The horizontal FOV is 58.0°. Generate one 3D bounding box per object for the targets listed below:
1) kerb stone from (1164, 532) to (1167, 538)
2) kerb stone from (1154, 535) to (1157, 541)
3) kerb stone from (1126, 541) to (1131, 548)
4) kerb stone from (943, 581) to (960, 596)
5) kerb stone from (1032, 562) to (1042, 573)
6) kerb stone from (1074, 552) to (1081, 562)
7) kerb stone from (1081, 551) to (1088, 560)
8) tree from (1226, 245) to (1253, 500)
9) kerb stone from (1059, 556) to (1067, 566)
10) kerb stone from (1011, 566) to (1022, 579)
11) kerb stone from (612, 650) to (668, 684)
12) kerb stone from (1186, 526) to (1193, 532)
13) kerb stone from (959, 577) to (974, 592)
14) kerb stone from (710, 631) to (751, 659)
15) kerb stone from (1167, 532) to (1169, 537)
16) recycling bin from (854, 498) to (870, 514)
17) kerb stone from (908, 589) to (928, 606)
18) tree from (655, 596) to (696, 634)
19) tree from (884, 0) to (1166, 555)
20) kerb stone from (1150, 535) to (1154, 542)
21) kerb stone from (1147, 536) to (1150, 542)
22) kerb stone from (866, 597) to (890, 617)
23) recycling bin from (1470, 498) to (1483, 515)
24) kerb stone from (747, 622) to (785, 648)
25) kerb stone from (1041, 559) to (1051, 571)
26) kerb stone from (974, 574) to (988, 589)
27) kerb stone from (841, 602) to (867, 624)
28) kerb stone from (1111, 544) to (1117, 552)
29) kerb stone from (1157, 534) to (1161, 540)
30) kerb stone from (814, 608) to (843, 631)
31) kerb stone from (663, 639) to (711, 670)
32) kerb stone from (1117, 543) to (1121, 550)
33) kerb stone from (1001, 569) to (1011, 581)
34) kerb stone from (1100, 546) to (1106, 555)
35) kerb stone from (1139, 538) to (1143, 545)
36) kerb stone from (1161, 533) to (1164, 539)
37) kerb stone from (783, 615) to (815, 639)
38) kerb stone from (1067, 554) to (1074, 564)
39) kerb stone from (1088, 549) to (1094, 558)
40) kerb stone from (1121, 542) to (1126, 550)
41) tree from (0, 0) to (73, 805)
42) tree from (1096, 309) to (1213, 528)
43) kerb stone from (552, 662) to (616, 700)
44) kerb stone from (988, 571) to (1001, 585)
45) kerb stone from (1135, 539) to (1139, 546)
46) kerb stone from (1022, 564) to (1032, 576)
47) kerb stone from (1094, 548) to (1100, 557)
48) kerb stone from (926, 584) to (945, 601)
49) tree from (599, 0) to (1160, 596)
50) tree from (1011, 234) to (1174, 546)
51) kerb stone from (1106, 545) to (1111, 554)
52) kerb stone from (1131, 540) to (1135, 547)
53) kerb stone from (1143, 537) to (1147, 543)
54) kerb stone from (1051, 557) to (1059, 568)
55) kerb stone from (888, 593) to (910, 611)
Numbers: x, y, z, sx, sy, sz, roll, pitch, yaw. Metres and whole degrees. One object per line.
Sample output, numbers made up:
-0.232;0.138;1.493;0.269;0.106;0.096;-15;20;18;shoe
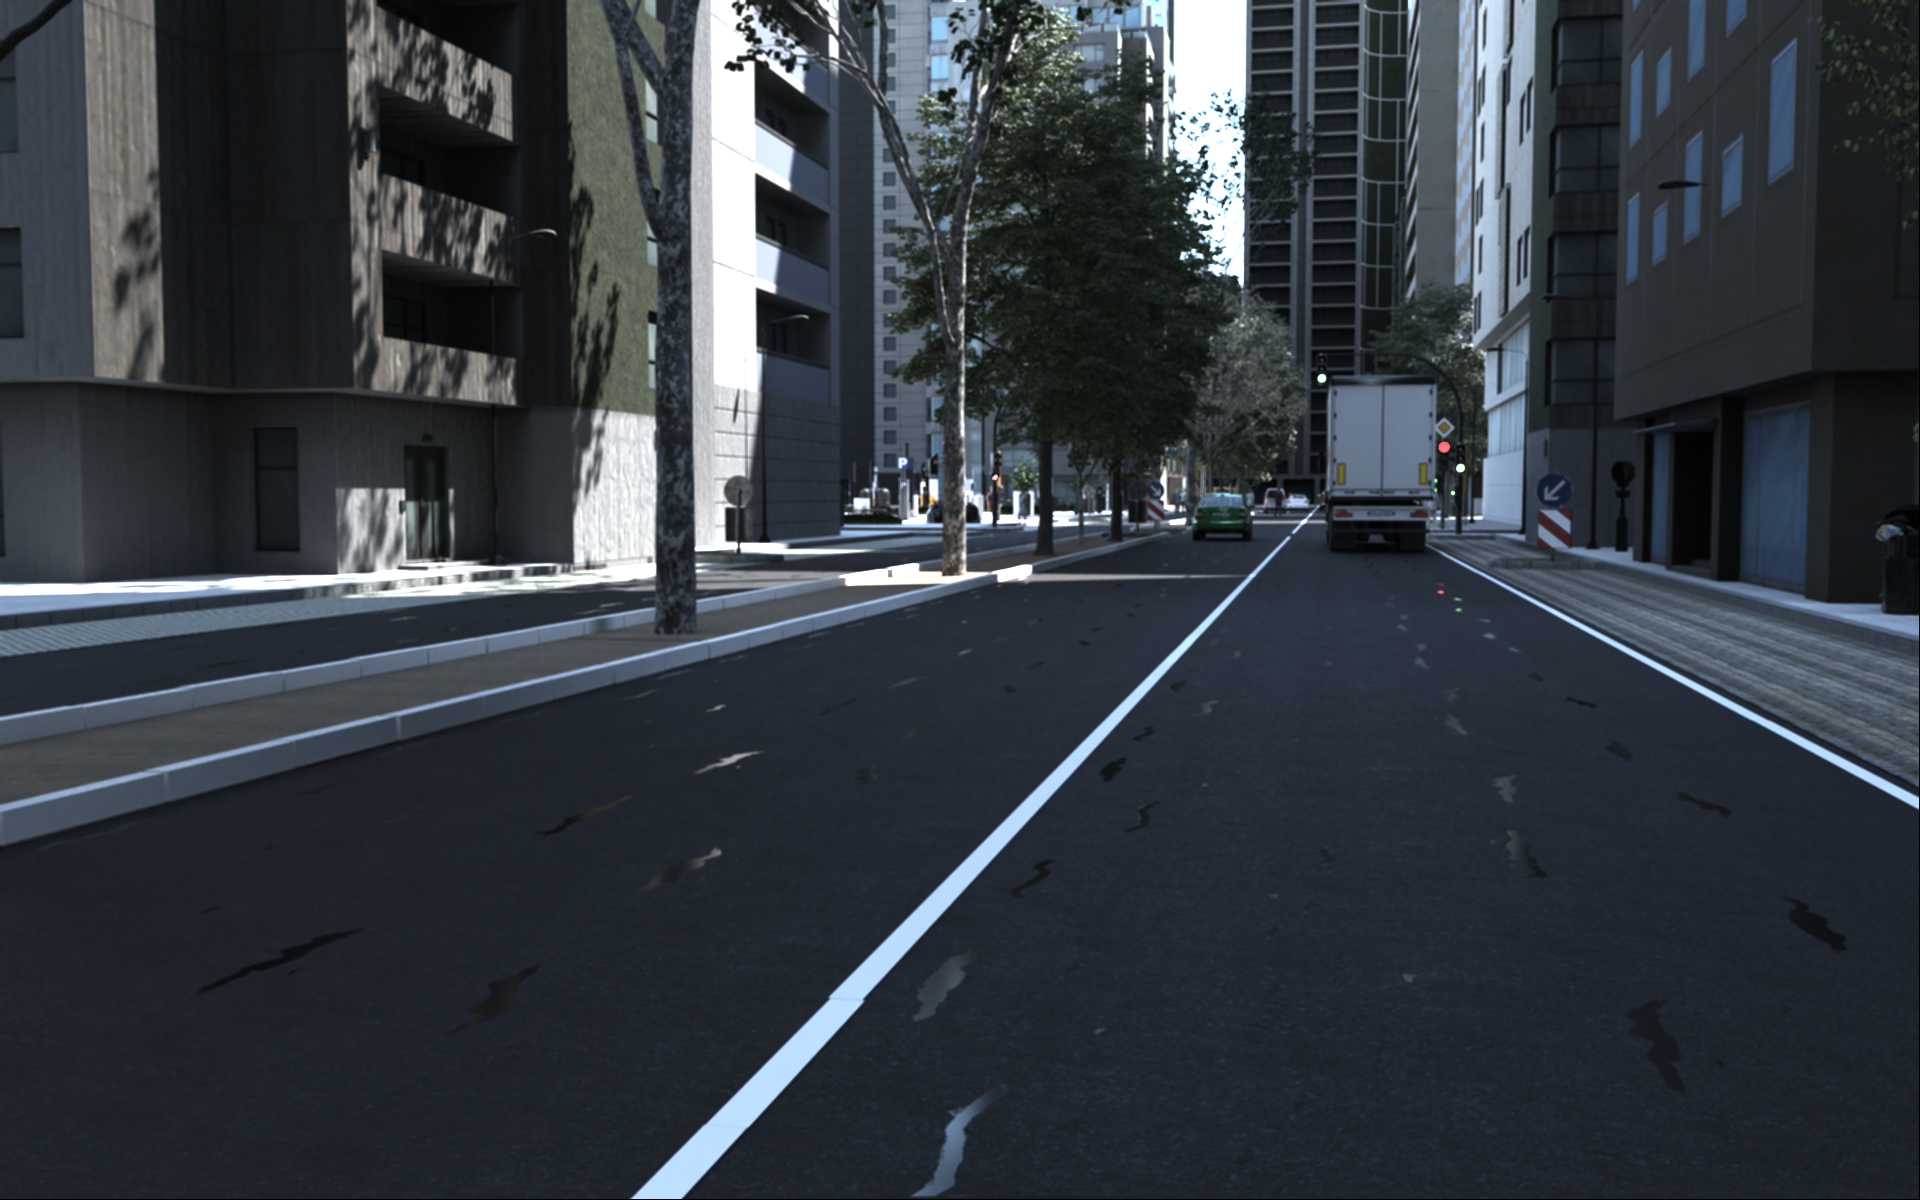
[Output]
6.449;-2.046;55.643;0.120;0.150;1.000;1;4;12;kerb stone
5.808;-1.858;52.637;0.120;0.150;1.000;1;4;12;kerb stone
4.312;-1.430;45.632;0.120;0.150;1.000;1;4;12;kerb stone
-0.202;-0.144;24.553;0.120;0.150;1.000;1;4;12;kerb stone
1.304;-0.564;31.590;0.120;0.150;1.000;1;4;12;kerb stone
2.375;-0.880;36.603;0.120;0.150;1.000;1;4;12;kerb stone
2.594;-0.943;37.610;0.120;0.150;1.000;1;4;12;kerb stone
4.713;-8.077;52.635;7.486;12.596;7.792;0;3;0;tree
1.955;-0.757;34.595;0.120;0.150;1.000;1;4;12;kerb stone
0.871;-0.447;29.583;0.120;0.150;1.000;1;4;12;kerb stone
-2.548;0.530;13.530;0.120;0.150;1.000;1;4;12;kerb stone
8.923;-2.753;67.209;0.120;0.150;1.000;1;4;12;kerb stone
0.016;-0.205;25.552;0.120;0.150;1.000;1;4;12;kerb stone
-2.121;0.412;15.530;0.120;0.150;1.000;1;4;12;kerb stone
6.660;-2.107;56.643;0.120;0.150;1.000;1;4;12;kerb stone
-5.902;-5.595;104.037;0.722;1.027;0.722;-2;4;-33;recycling bin
-0.625;-0.022;22.550;0.120;0.150;1.000;1;4;12;kerb stone
-3.925;-9.779;18.234;12.611;20.169;13.585;0;3;0;tree
1.969;-7.337;40.541;7.486;12.596;7.792;0;3;0;tree
5.591;-1.801;51.638;0.120;0.150;1.000;1;4;12;kerb stone
5.379;-1.735;50.639;0.120;0.150;1.000;1;4;12;kerb stone
-1.046;0.101;20.549;0.120;0.150;1.000;1;4;12;kerb stone
31.770;-5.736;106.337;0.722;1.027;0.722;0;4;6;recycling bin
-1.909;0.350;16.545;0.120;0.150;1.000;1;4;12;kerb stone
1.520;-0.635;32.595;0.120;0.150;1.000;1;4;12;kerb stone
0.229;-0.267;26.564;0.120;0.150;1.000;1;4;12;kerb stone
-1.264;0.162;19.547;0.120;0.150;1.000;1;4;12;kerb stone
3.671;-1.249;42.624;0.120;0.150;1.000;1;4;12;kerb stone
6.023;-1.923;53.636;0.120;0.150;1.000;1;4;12;kerb stone
-1.477;0.223;18.547;0.120;0.150;1.000;1;4;12;kerb stone
-2.340;0.469;14.530;0.120;0.150;1.000;1;4;12;kerb stone
3.881;-1.305;43.625;0.120;0.150;1.000;1;4;12;kerb stone
0.655;-0.391;28.584;0.120;0.150;1.000;1;4;12;kerb stone
3.244;-1.127;40.614;0.120;0.150;1.000;1;4;12;kerb stone
4.958;-1.617;48.635;0.120;0.150;1.000;1;4;12;kerb stone
6.234;-1.984;54.641;0.120;0.150;1.000;1;4;12;kerb stone
-1.695;0.284;17.544;0.120;0.150;1.000;1;4;12;kerb stone
2.163;-0.820;35.599;0.120;0.150;1.000;1;4;12;kerb stone
2.806;-1.004;38.612;0.120;0.150;1.000;1;4;12;kerb stone
4.094;-1.369;44.630;0.120;0.150;1.000;1;4;12;kerb stone
-4.732;-4.823;7.063;9.928;11.665;9.643;0;3;0;tree
7.581;-6.924;66.022;4.360;8.622;3.978;0;3;0;tree
-2.768;0.593;12.532;0.120;0.150;1.000;1;4;12;kerb stone
0.452;-0.329;27.570;0.120;0.150;1.000;1;4;12;kerb stone
4.740;-1.556;47.636;0.120;0.150;1.000;1;4;12;kerb stone
1.090;-0.512;30.587;0.120;0.150;1.000;1;4;12;kerb stone
3.025;-1.064;39.611;0.120;0.150;1.000;1;4;12;kerb stone
-0.411;-0.080;23.549;0.120;0.150;1.000;1;4;12;kerb stone
-1.115;-10.536;30.608;12.611;20.169;13.585;0;3;0;tree
3.286;-5.743;46.720;4.737;8.622;4.395;0;3;0;tree
3.457;-1.188;41.625;0.120;0.150;1.000;1;4;12;kerb stone
4.525;-1.494;46.637;0.120;0.150;1.000;1;4;12;kerb stone
5.164;-1.677;49.636;0.120;0.150;1.000;1;4;12;kerb stone
1.736;-0.696;33.595;0.120;0.150;1.000;1;4;12;kerb stone
-0.836;0.041;21.549;0.120;0.150;1.000;1;4;12;kerb stone
